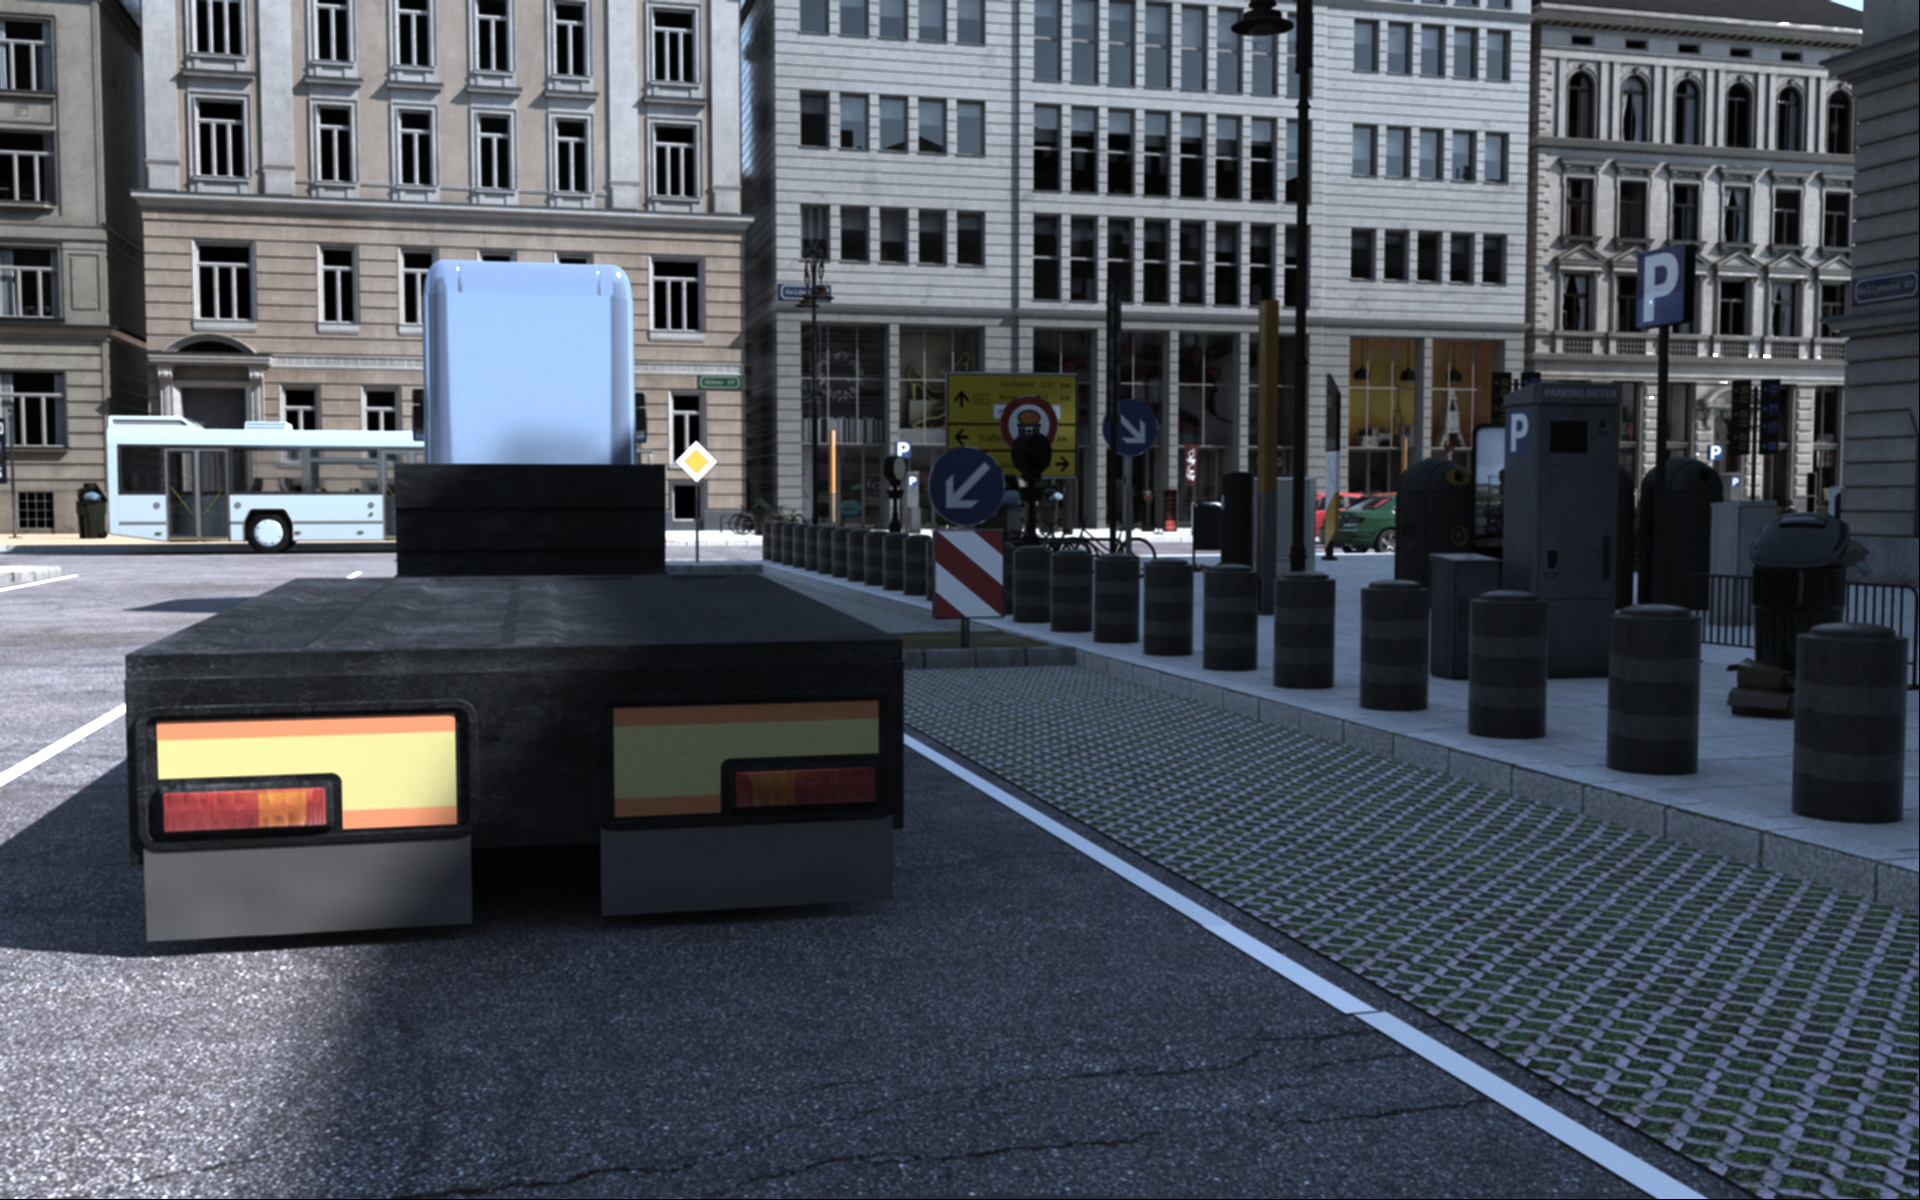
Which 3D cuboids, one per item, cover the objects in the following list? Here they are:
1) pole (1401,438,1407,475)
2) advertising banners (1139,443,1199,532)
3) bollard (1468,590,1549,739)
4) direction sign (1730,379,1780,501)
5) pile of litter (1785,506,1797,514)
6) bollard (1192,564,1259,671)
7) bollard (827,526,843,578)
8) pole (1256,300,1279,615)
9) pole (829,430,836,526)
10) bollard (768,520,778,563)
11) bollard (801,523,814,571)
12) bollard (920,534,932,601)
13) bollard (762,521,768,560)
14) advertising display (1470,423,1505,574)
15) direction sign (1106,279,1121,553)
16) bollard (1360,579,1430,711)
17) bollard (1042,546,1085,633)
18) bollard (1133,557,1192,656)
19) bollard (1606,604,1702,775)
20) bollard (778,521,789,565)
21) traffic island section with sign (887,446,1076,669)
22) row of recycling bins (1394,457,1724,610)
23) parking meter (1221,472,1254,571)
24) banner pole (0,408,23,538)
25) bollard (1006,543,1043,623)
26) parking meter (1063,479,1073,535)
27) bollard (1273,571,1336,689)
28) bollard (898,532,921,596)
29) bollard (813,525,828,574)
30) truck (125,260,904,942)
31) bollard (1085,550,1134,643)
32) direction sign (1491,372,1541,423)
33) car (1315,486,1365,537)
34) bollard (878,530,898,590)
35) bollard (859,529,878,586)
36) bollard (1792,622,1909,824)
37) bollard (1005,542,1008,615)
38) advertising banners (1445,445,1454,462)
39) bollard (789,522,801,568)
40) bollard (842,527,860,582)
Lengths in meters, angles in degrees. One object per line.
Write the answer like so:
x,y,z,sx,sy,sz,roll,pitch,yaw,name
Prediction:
16.180,-4.240,63.173,0.158,3.312,0.155,0,3,0,pole
7.158,-3.855,59.216,2.074,3.025,0.090,0,4,-5,advertising banners
2.923,0.335,9.239,0.404,0.777,0.398,0,3,0,bollard
15.759,-2.593,34.388,0.876,3.537,0.379,3,4,36,direction sign
31.225,-3.099,64.641,1.719,0.858,1.176,0,3,0,pile of litter
1.987,0.122,12.721,0.404,0.777,0.398,0,3,0,bollard
-1.775,-0.734,26.724,0.404,0.777,0.398,0,3,0,bollard
3.253,-1.498,18.334,0.158,3.312,0.155,0,3,0,pole
-4.076,-3.759,55.299,0.158,3.312,0.155,0,3,0,pole
-3.336,-1.090,32.536,0.404,0.777,0.398,0,3,0,bollard
-2.396,-0.876,29.046,0.404,0.777,0.398,0,3,0,bollard
-0.208,-0.378,20.896,0.404,0.777,0.398,0,3,0,bollard
-3.645,-1.162,33.711,0.404,0.777,0.398,0,3,0,bollard
5.134,-0.641,15.698,0.974,1.923,0.123,2,4,24,advertising display
1.662,-1.637,18.767,0.379,3.537,0.876,1,4,13,direction sign
2.610,0.264,10.399,0.404,0.777,0.398,0,3,0,bollard
1.048,-0.092,16.217,0.404,0.777,0.398,0,3,0,bollard
1.672,0.051,13.890,0.404,0.777,0.398,0,3,0,bollard
3.233,0.406,8.071,0.404,0.777,0.398,0,3,0,bollard
-3.025,-1.019,31.372,0.404,0.777,0.398,0,3,0,bollard
-0.240,-0.393,15.059,1.989,1.847,2.006,-1,4,-15,traffic island section with sign
6.740,-0.766,19.637,3.534,1.692,1.069,0,4,5,row of recycling bins
3.217,-0.715,20.106,0.372,1.533,0.369,0,3,0,parking meter
-27.747,-3.684,50.257,0.863,3.779,0.401,-2,4,-35,banner pole
0.733,-0.163,17.389,0.404,0.777,0.398,0,3,0,bollard
3.401,-2.988,54.570,0.255,1.863,0.399,-1,4,-10,parking meter
2.298,0.193,11.560,0.404,0.777,0.398,0,3,0,bollard
-0.520,-0.449,22.057,0.404,0.777,0.398,0,3,0,bollard
-2.089,-0.805,27.884,0.404,0.777,0.398,0,3,0,bollard
-3.603,-1.516,14.549,2.967,4.110,18.799,-1,4,-14,truck
1.361,-0.021,15.056,0.404,0.777,0.398,0,3,0,bollard
10.332,-2.463,32.274,0.876,3.537,0.379,0,4,5,direction sign
10.293,-2.508,50.051,4.494,1.783,2.155,-1,4,-14,car
-0.833,-0.520,23.224,0.404,0.777,0.398,0,3,0,bollard
-1.147,-0.592,24.396,0.404,0.777,0.398,0,3,0,bollard
3.549,0.477,6.912,0.404,0.777,0.398,0,3,0,bollard
0.422,-0.235,18.555,0.404,0.777,0.398,0,3,0,bollard
17.784,-3.980,61.257,0.090,3.025,2.074,-1,4,-22,advertising banners
-2.709,-0.948,30.210,0.404,0.777,0.398,0,3,0,bollard
-1.461,-0.663,25.559,0.404,0.777,0.398,0,3,0,bollard
